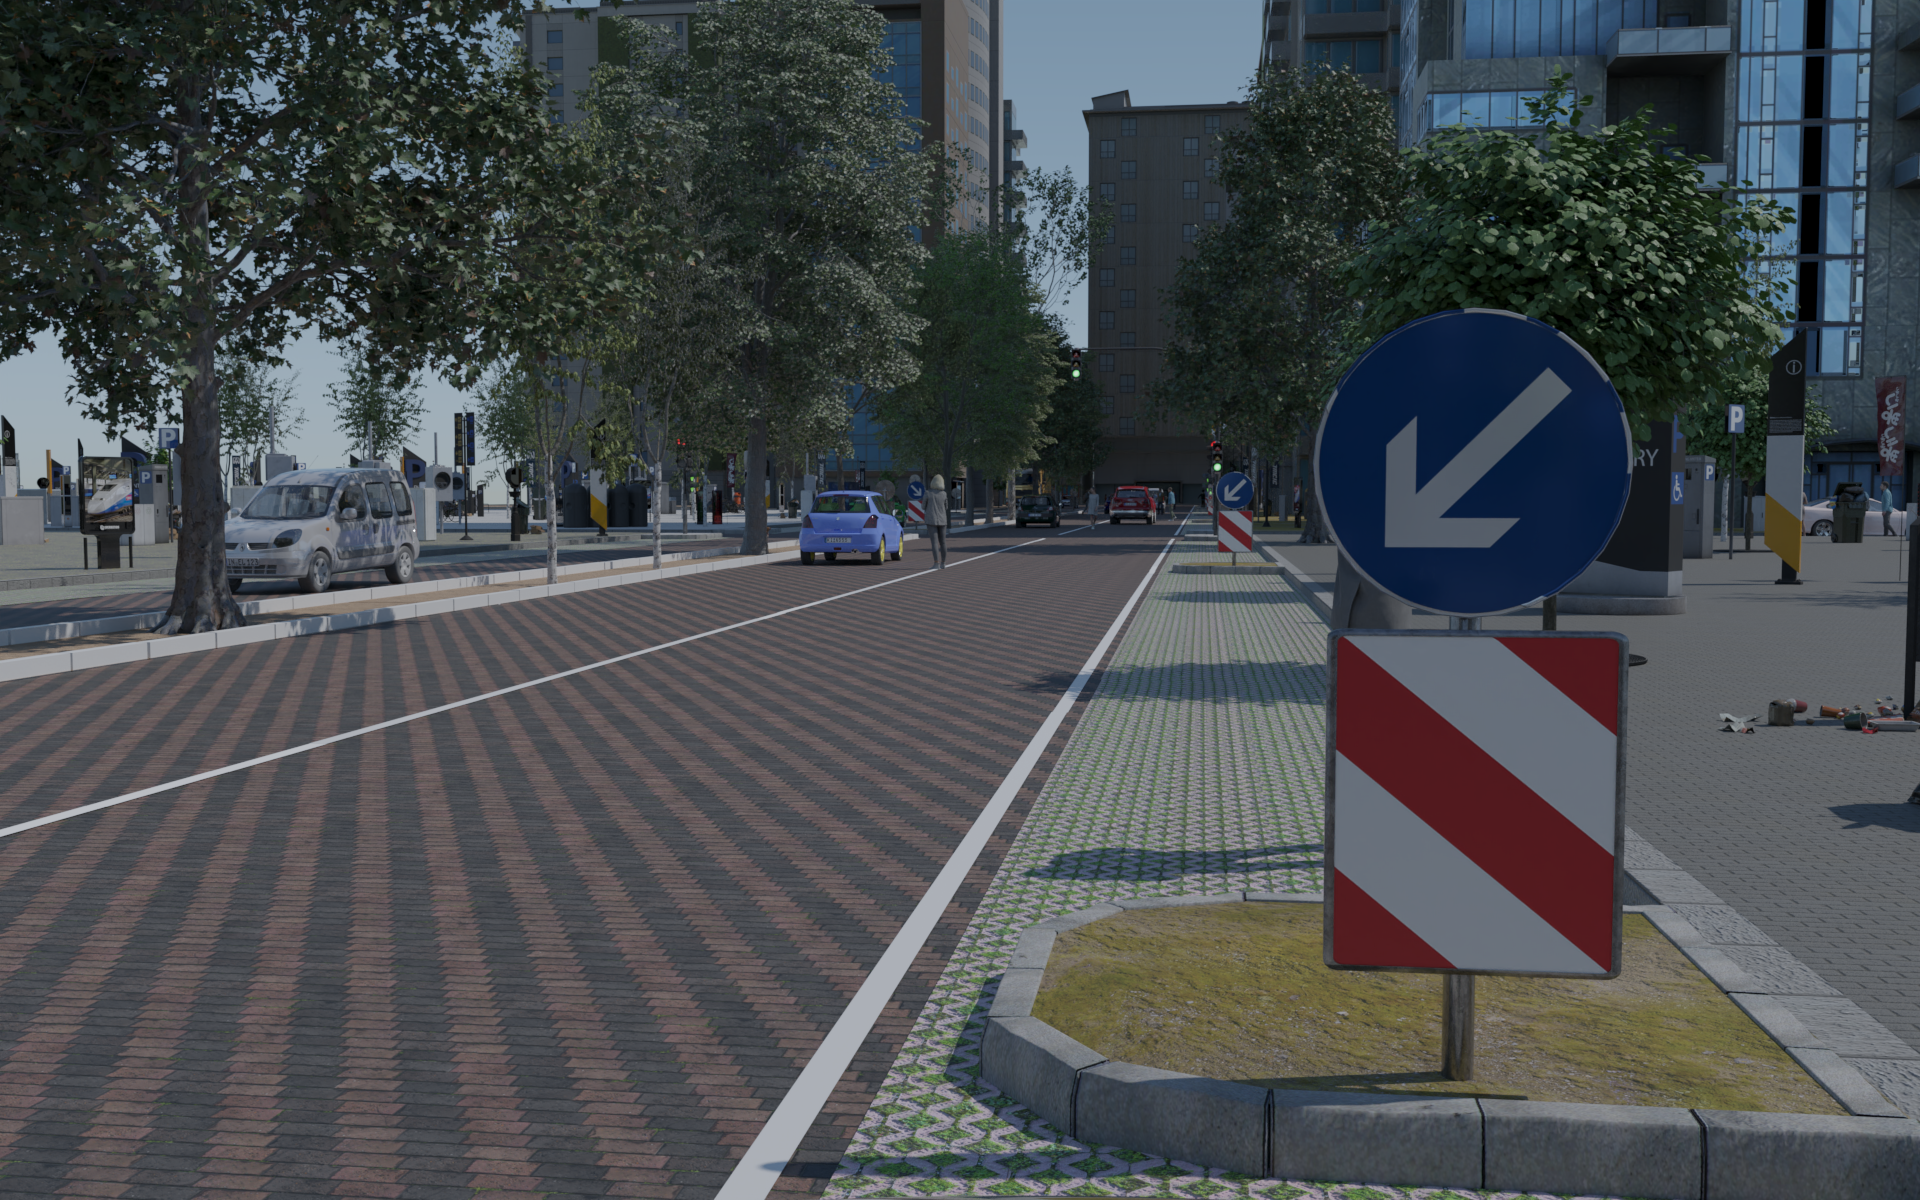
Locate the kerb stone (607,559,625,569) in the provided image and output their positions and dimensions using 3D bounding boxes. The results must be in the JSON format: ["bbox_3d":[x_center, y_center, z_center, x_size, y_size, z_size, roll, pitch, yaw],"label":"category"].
[{"bbox_3d":[-6.671,-0.665,33.116,0.120,0.150,1.000,0,4,8],"label":"kerb stone"}]

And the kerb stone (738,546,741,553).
[{"bbox_3d":[-5.391,-1.219,42.252,0.120,0.150,1.000,0,4,8],"label":"kerb stone"}]

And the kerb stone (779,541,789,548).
[{"bbox_3d":[-4.826,-1.475,46.310,0.120,0.150,1.000,0,4,8],"label":"kerb stone"}]

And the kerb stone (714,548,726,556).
[{"bbox_3d":[-5.679,-1.103,40.228,0.120,0.150,1.000,0,4,8],"label":"kerb stone"}]

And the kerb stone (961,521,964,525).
[{"bbox_3d":[-0.061,-3.546,80.317,0.120,0.150,1.000,0,4,8],"label":"kerb stone"}]

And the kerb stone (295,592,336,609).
[{"bbox_3d":[-8.239,0.016,21.939,0.120,0.150,1.000,0,4,8],"label":"kerb stone"}]

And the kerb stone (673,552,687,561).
[{"bbox_3d":[-6.113,-0.917,37.181,0.120,0.150,1.000,0,4,8],"label":"kerb stone"}]

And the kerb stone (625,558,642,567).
[{"bbox_3d":[-6.537,-0.730,34.137,0.120,0.150,1.000,0,4,8],"label":"kerb stone"}]

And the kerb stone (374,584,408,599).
[{"bbox_3d":[-7.954,-0.106,23.963,0.120,0.150,1.000,0,4,8],"label":"kerb stone"}]

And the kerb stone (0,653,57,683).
[{"bbox_3d":[-7.304,0.533,13.485,0.120,0.150,1.000,0,4,8],"label":"kerb stone"}]

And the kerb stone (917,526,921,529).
[{"bbox_3d":[-1.771,-2.808,68.158,0.120,0.150,1.000,0,4,8],"label":"kerb stone"}]

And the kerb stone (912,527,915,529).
[{"bbox_3d":[-1.913,-2.747,67.135,0.120,0.150,1.000,0,4,8],"label":"kerb stone"}]

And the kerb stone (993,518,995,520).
[{"bbox_3d":[1.636,-4.297,92.476,0.120,0.150,1.000,0,4,8],"label":"kerb stone"}]

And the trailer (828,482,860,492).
[{"bbox_3d":[-5.531,-4.518,80.918,1.471,1.999,3.904,0,4,8],"label":"trailer"}]

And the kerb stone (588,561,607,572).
[{"bbox_3d":[-6.822,-0.605,32.086,0.120,0.150,1.000,0,4,8],"label":"kerb stone"}]

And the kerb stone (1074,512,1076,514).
[{"bbox_3d":[7.840,-6.079,121.596,0.120,0.150,1.000,0,4,8],"label":"kerb stone"}]

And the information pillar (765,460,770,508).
[{"bbox_3d":[-11.582,-6.835,103.111,0.504,3.616,0.183,0,4,-5],"label":"information pillar"}]

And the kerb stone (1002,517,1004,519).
[{"bbox_3d":[2.199,-4.547,96.546,0.120,0.150,1.000,0,4,8],"label":"kerb stone"}]

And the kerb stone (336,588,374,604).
[{"bbox_3d":[-8.099,-0.046,22.951,0.120,0.150,1.000,0,4,8],"label":"kerb stone"}]

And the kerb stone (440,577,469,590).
[{"bbox_3d":[-7.674,-0.232,25.990,0.120,0.150,1.000,0,4,8],"label":"kerb stone"}]

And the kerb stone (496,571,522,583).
[{"bbox_3d":[-7.389,-0.357,28.028,0.120,0.150,1.000,0,4,8],"label":"kerb stone"}]

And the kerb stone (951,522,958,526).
[{"bbox_3d":[-0.351,-3.428,78.289,0.120,0.150,1.000,0,4,8],"label":"kerb stone"}]

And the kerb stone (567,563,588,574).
[{"bbox_3d":[-6.955,-0.543,31.070,0.120,0.150,1.000,0,4,8],"label":"kerb stone"}]

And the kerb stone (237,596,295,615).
[{"bbox_3d":[-8.380,0.079,20.927,0.120,0.150,1.000,0,4,8],"label":"kerb stone"}]

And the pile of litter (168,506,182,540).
[{"bbox_3d":[-22.495,-2.151,49.133,1.719,0.858,1.176,3,5,42],"label":"pile of litter"}]

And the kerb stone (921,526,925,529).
[{"bbox_3d":[-1.625,-2.873,69.172,0.120,0.150,1.000,0,4,8],"label":"kerb stone"}]

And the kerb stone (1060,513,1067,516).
[{"bbox_3d":[6.837,-5.645,114.493,0.120,0.150,1.000,0,4,8],"label":"kerb stone"}]

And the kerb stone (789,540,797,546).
[{"bbox_3d":[-4.686,-1.537,47.328,0.120,0.150,1.000,0,4,8],"label":"kerb stone"}]

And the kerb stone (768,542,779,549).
[{"bbox_3d":[-4.974,-1.413,45.297,0.120,0.150,1.000,0,4,8],"label":"kerb stone"}]

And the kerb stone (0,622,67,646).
[{"bbox_3d":[-8.951,0.327,16.853,0.120,0.150,1.000,0,4,8],"label":"kerb stone"}]

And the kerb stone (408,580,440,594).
[{"bbox_3d":[-7.815,-0.170,24.978,0.120,0.150,1.000,0,4,8],"label":"kerb stone"}]

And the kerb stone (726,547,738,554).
[{"bbox_3d":[-5.541,-1.164,41.240,0.120,0.150,1.000,0,4,8],"label":"kerb stone"}]

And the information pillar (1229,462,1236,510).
[{"bbox_3d":[19.237,-8.003,122.205,0.504,3.616,0.183,0,4,7],"label":"information pillar"}]

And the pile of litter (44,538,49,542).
[{"bbox_3d":[-24.994,-1.960,46.007,1.719,0.858,1.176,3,4,37],"label":"pile of litter"}]

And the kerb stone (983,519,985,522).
[{"bbox_3d":[1.066,-4.051,88.424,0.120,0.150,1.000,0,4,8],"label":"kerb stone"}]

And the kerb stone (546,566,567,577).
[{"bbox_3d":[-7.100,-0.481,30.058,0.120,0.150,1.000,0,4,8],"label":"kerb stone"}]

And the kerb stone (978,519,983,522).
[{"bbox_3d":[0.926,-3.987,87.411,0.120,0.150,1.000,0,4,8],"label":"kerb stone"}]

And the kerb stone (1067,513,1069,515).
[{"bbox_3d":[6.977,-5.707,115.505,0.120,0.150,1.000,0,4,8],"label":"kerb stone"}]

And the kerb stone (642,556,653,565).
[{"bbox_3d":[-6.393,-0.787,35.153,0.120,0.150,1.000,0,4,8],"label":"kerb stone"}]

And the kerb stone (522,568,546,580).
[{"bbox_3d":[-7.239,-0.419,29.046,0.120,0.150,1.000,0,4,8],"label":"kerb stone"}]

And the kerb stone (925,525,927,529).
[{"bbox_3d":[-1.486,-2.932,70.187,0.120,0.150,1.000,0,4,8],"label":"kerb stone"}]

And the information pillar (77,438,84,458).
[{"bbox_3d":[-36.971,-4.987,72.888,0.183,3.616,0.504,-1,4,-10],"label":"information pillar"}]

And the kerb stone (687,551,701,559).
[{"bbox_3d":[-5.966,-0.976,38.199,0.120,0.150,1.000,0,4,8],"label":"kerb stone"}]

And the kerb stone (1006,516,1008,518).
[{"bbox_3d":[2.486,-4.673,98.593,0.120,0.150,1.000,0,4,8],"label":"kerb stone"}]

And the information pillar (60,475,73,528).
[{"bbox_3d":[-34.327,-3.794,66.521,0.304,2.012,0.304,3,5,43],"label":"information pillar"}]

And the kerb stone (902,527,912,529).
[{"bbox_3d":[-2.052,-2.686,66.106,0.120,0.150,1.000,0,4,8],"label":"kerb stone"}]

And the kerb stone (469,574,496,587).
[{"bbox_3d":[-7.533,-0.294,27.002,0.120,0.150,1.000,0,4,8],"label":"kerb stone"}]

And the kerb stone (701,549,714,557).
[{"bbox_3d":[-5.821,-1.041,39.213,0.120,0.150,1.000,0,4,8],"label":"kerb stone"}]

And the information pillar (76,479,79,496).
[{"bbox_3d":[-41.737,-4.753,82.203,0.304,2.012,0.304,-3,4,-36],"label":"information pillar"}]

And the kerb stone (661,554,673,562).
[{"bbox_3d":[-6.248,-0.853,36.165,0.120,0.150,1.000,0,4,8],"label":"kerb stone"}]

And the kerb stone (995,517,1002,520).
[{"bbox_3d":[2.069,-4.485,95.532,0.120,0.150,1.000,0,4,8],"label":"kerb stone"}]

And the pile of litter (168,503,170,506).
[{"bbox_3d":[-43.678,-4.968,95.189,1.719,0.858,1.176,-1,4,-15],"label":"pile of litter"}]

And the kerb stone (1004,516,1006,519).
[{"bbox_3d":[2.349,-4.607,97.571,0.120,0.150,1.000,0,4,8],"label":"kerb stone"}]

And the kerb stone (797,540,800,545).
[{"bbox_3d":[-4.542,-1.598,48.344,0.120,0.150,1.000,0,4,8],"label":"kerb stone"}]

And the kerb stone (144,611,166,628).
[{"bbox_3d":[-8.667,0.202,18.886,0.120,0.150,1.000,0,4,8],"label":"kerb stone"}]

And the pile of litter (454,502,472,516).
[{"bbox_3d":[-28.718,-5.252,99.838,1.176,0.858,1.719,-1,4,-20],"label":"pile of litter"}]

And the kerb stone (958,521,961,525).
[{"bbox_3d":[-0.207,-3.493,79.303,0.120,0.150,1.000,0,4,8],"label":"kerb stone"}]

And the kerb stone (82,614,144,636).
[{"bbox_3d":[-8.807,0.268,17.867,0.120,0.150,1.000,0,4,8],"label":"kerb stone"}]

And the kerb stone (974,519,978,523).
[{"bbox_3d":[0.643,-3.861,85.386,0.120,0.150,1.000,0,4,8],"label":"kerb stone"}]
